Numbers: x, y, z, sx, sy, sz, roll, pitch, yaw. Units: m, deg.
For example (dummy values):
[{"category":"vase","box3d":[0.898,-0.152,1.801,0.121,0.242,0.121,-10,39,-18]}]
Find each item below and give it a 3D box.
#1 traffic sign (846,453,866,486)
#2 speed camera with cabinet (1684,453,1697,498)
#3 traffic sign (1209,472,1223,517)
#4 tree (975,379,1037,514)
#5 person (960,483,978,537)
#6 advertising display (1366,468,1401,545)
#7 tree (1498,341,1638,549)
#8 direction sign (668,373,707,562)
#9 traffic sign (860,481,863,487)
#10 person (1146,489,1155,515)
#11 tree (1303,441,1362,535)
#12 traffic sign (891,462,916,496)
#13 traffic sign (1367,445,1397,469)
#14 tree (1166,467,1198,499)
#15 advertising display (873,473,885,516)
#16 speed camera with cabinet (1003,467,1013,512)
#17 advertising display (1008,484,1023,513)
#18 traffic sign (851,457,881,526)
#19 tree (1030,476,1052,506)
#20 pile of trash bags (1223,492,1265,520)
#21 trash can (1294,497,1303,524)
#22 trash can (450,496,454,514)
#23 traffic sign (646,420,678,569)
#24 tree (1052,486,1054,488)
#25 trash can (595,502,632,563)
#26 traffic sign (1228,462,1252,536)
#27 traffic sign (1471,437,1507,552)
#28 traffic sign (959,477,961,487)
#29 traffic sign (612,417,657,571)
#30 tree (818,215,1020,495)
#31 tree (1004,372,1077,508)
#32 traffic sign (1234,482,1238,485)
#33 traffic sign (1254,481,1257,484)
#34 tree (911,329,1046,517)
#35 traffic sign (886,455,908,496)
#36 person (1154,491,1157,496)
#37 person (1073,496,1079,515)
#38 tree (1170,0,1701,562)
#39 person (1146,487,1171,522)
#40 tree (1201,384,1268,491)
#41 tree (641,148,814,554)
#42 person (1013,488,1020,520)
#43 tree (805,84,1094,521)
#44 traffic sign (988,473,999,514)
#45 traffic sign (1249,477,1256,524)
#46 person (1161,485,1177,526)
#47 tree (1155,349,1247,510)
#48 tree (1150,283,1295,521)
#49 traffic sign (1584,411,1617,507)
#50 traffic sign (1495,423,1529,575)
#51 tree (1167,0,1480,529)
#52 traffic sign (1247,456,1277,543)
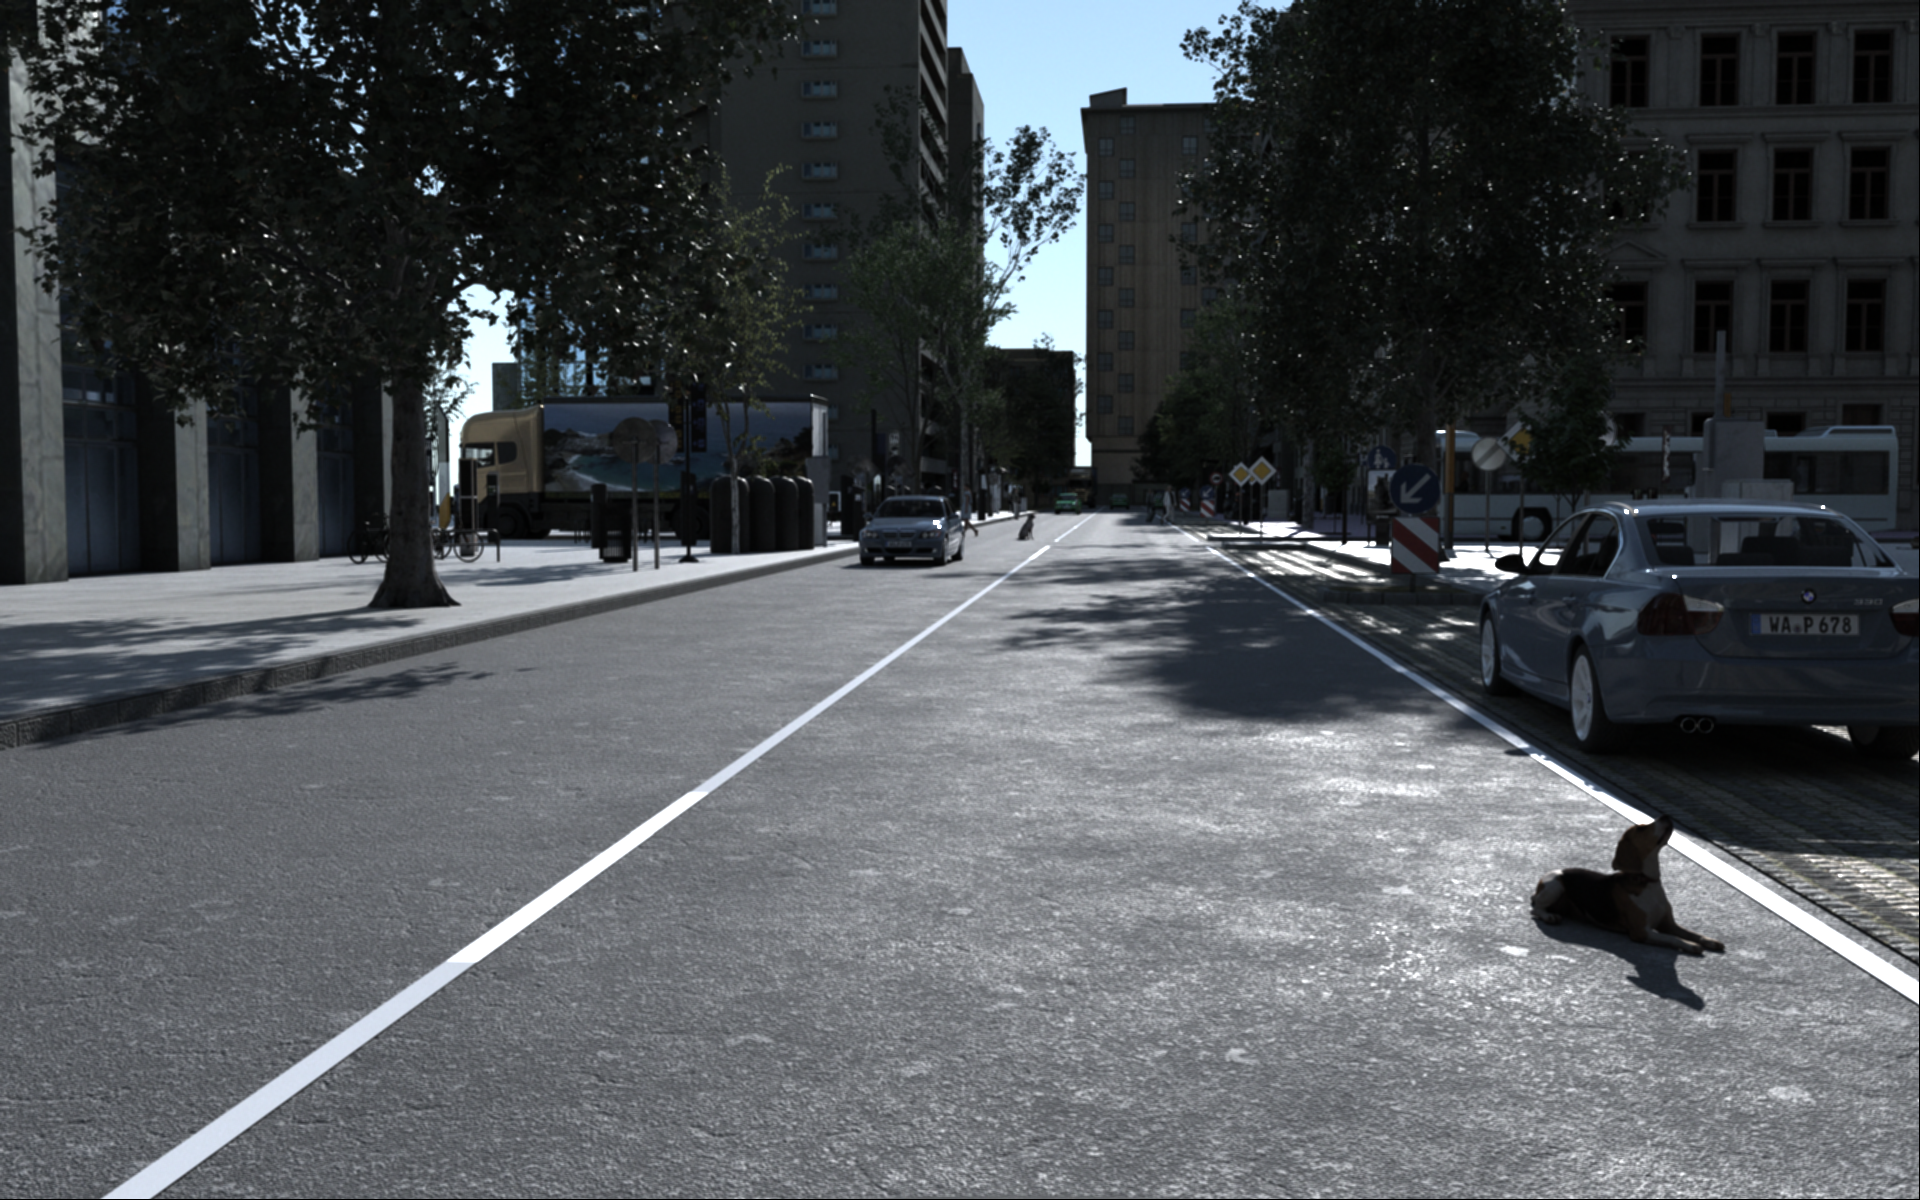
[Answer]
[{"category":"traffic sign","box3d":[-3.201,-3.316,54.318,0.768,2.556,0.104,1,4,13]},{"category":"speed camera with cabinet","box3d":[15.942,-2.617,37.124,0.660,3.252,2.038,1,4,17]},{"category":"traffic sign","box3d":[14.596,-6.030,98.690,0.768,2.556,0.104,0,4,7]},{"category":"tree","box3d":[2.530,-9.739,109.600,4.737,8.622,4.395,0,3,0]},{"category":"person","box3d":[0.300,-3.018,57.941,0.778,1.811,0.616,2,4,31]},{"category":"advertising display","box3d":[10.658,-2.349,43.626,0.123,1.923,0.974,-3,5,-40]},{"category":"tree","box3d":[7.899,-1.675,21.982,1.663,3.219,1.824,0,3,0]},{"category":"direction sign","box3d":[-5.129,-2.486,32.646,0.876,3.537,0.379,2,4,30]},{"category":"traffic sign","box3d":[-3.411,-3.658,59.907,0.768,2.556,0.104,1,4,14]},{"category":"person","box3d":[12.929,-6.623,116.966,0.709,1.800,0.728,3,4,36]},{"category":"tree","box3d":[11.957,-3.678,54.729,1.663,3.219,1.824,0,3,0]},{"category":"traffic sign","box3d":[-1.767,-3.094,54.236,0.795,2.450,0.064,0,4,5]},{"category":"traffic sign","box3d":[11.012,-2.764,45.293,0.768,2.556,0.104,1,4,8]},{"category":"tree","box3d":[21.813,-11.303,168.517,4.285,4.588,4.351,0,3,0]},{"category":"advertising display","box3d":[-2.518,-2.968,53.742,0.123,1.923,0.974,-1,4,-17]},{"category":"speed camera with cabinet","box3d":[2.803,-8.000,125.129,2.038,3.252,0.660,1,4,9]},{"category":"advertising display","box3d":[4.243,-7.598,129.433,0.974,1.923,0.123,-2,4,-28]},{"category":"traffic sign","box3d":[-2.513,-2.608,46.286,0.795,2.450,0.064,0,4,5]},{"category":"tree","box3d":[7.740,-10.718,169.846,1.663,3.219,1.824,0,3,0]},{"category":"pile of trash bags","box3d":[14.221,-4.745,87.329,1.912,1.369,3.447,0,4,2]},{"category":"trash can","box3d":[14.518,-3.775,73.374,0.748,1.137,0.748,0,3,0]},{"category":"trash can","box3d":[-31.486,-5.883,107.833,0.748,1.137,0.748,0,3,0]},{"category":"traffic sign","box3d":[-5.198,-1.806,29.636,0.768,2.556,0.104,1,4,10]},{"category":"tree","box3d":[9.523,-12.134,192.985,1.663,3.219,1.824,0,3,0]},{"category":"trash can","box3d":[-6.494,-1.283,32.631,0.748,1.137,0.748,0,3,0]},{"category":"traffic sign","box3d":[8.629,-3.034,53.244,0.795,2.450,0.064,0,4,5]},{"category":"traffic sign","box3d":[11.768,-2.355,38.603,0.768,2.556,0.104,1,4,10]},{"category":"traffic sign","box3d":[0.244,-6.333,105.672,0.606,2.300,0.079,0,4,6]},{"category":"traffic sign","box3d":[-5.391,-1.748,28.694,0.768,2.556,0.104,0,4,6]},{"category":"tree","box3d":[-1.623,-8.529,65.206,9.928,11.665,9.643,0,3,0]},{"category":"tree","box3d":[7.404,-14.851,160.935,7.486,12.596,7.792,0,3,0]},{"category":"traffic sign","box3d":[16.179,-6.082,99.452,0.884,2.594,0.081,1,4,12]},{"category":"traffic sign","box3d":[13.214,-4.729,78.498,0.795,2.450,0.064,1,4,12]},{"category":"tree","box3d":[1.404,-9.978,97.546,7.601,10.594,8.767,2,4,26]},{"category":"traffic sign","box3d":[-2.086,-3.462,56.712,0.768,2.556,0.104,1,4,13]},{"category":"person","box3d":[19.313,-9.853,170.311,0.721,1.735,1.217,1,4,21]},{"category":"person","box3d":[7.949,-6.449,118.187,0.590,1.304,0.306,-3,5,-39]},{"category":"tree","box3d":[8.861,-7.083,32.811,9.611,12.733,9.660,0,3,0]},{"category":"person","box3d":[10.119,-4.836,87.788,1.509,1.804,0.699,-1,4,-19]},{"category":"tree","box3d":[17.160,-9.759,109.918,4.737,8.622,4.395,0,3,0]},{"category":"tree","box3d":[-4.918,-5.269,36.504,4.360,8.622,3.978,0,3,0]},{"category":"person","box3d":[3.187,-5.394,97.241,0.362,1.759,0.519,1,4,22]},{"category":"tree","box3d":[-1.221,-13.845,82.252,12.611,20.169,13.585,0,3,0]},{"category":"traffic sign","box3d":[1.942,-6.338,103.738,0.768,2.556,0.104,1,4,13]},{"category":"traffic sign","box3d":[12.639,-4.518,75.056,0.795,2.450,0.064,1,4,14]},{"category":"person","box3d":[9.436,-4.274,78.251,0.818,1.842,0.514,3,5,43]},{"category":"tree","box3d":[18.946,-13.313,135.797,7.486,12.596,7.792,0,3,0]},{"category":"tree","box3d":[14.002,-9.677,83.977,9.928,11.665,9.643,0,3,0]},{"category":"traffic sign","box3d":[9.093,-1.530,25.118,0.768,2.556,0.104,1,4,10]},{"category":"traffic sign","box3d":[8.273,-1.487,25.504,0.795,2.450,0.064,0,4,6]},{"category":"tree","box3d":[13.756,-12.698,63.495,12.611,20.169,13.585,0,3,0]},{"category":"traffic sign","box3d":[7.884,-2.547,45.294,0.795,2.450,0.064,0,4,5]}]
